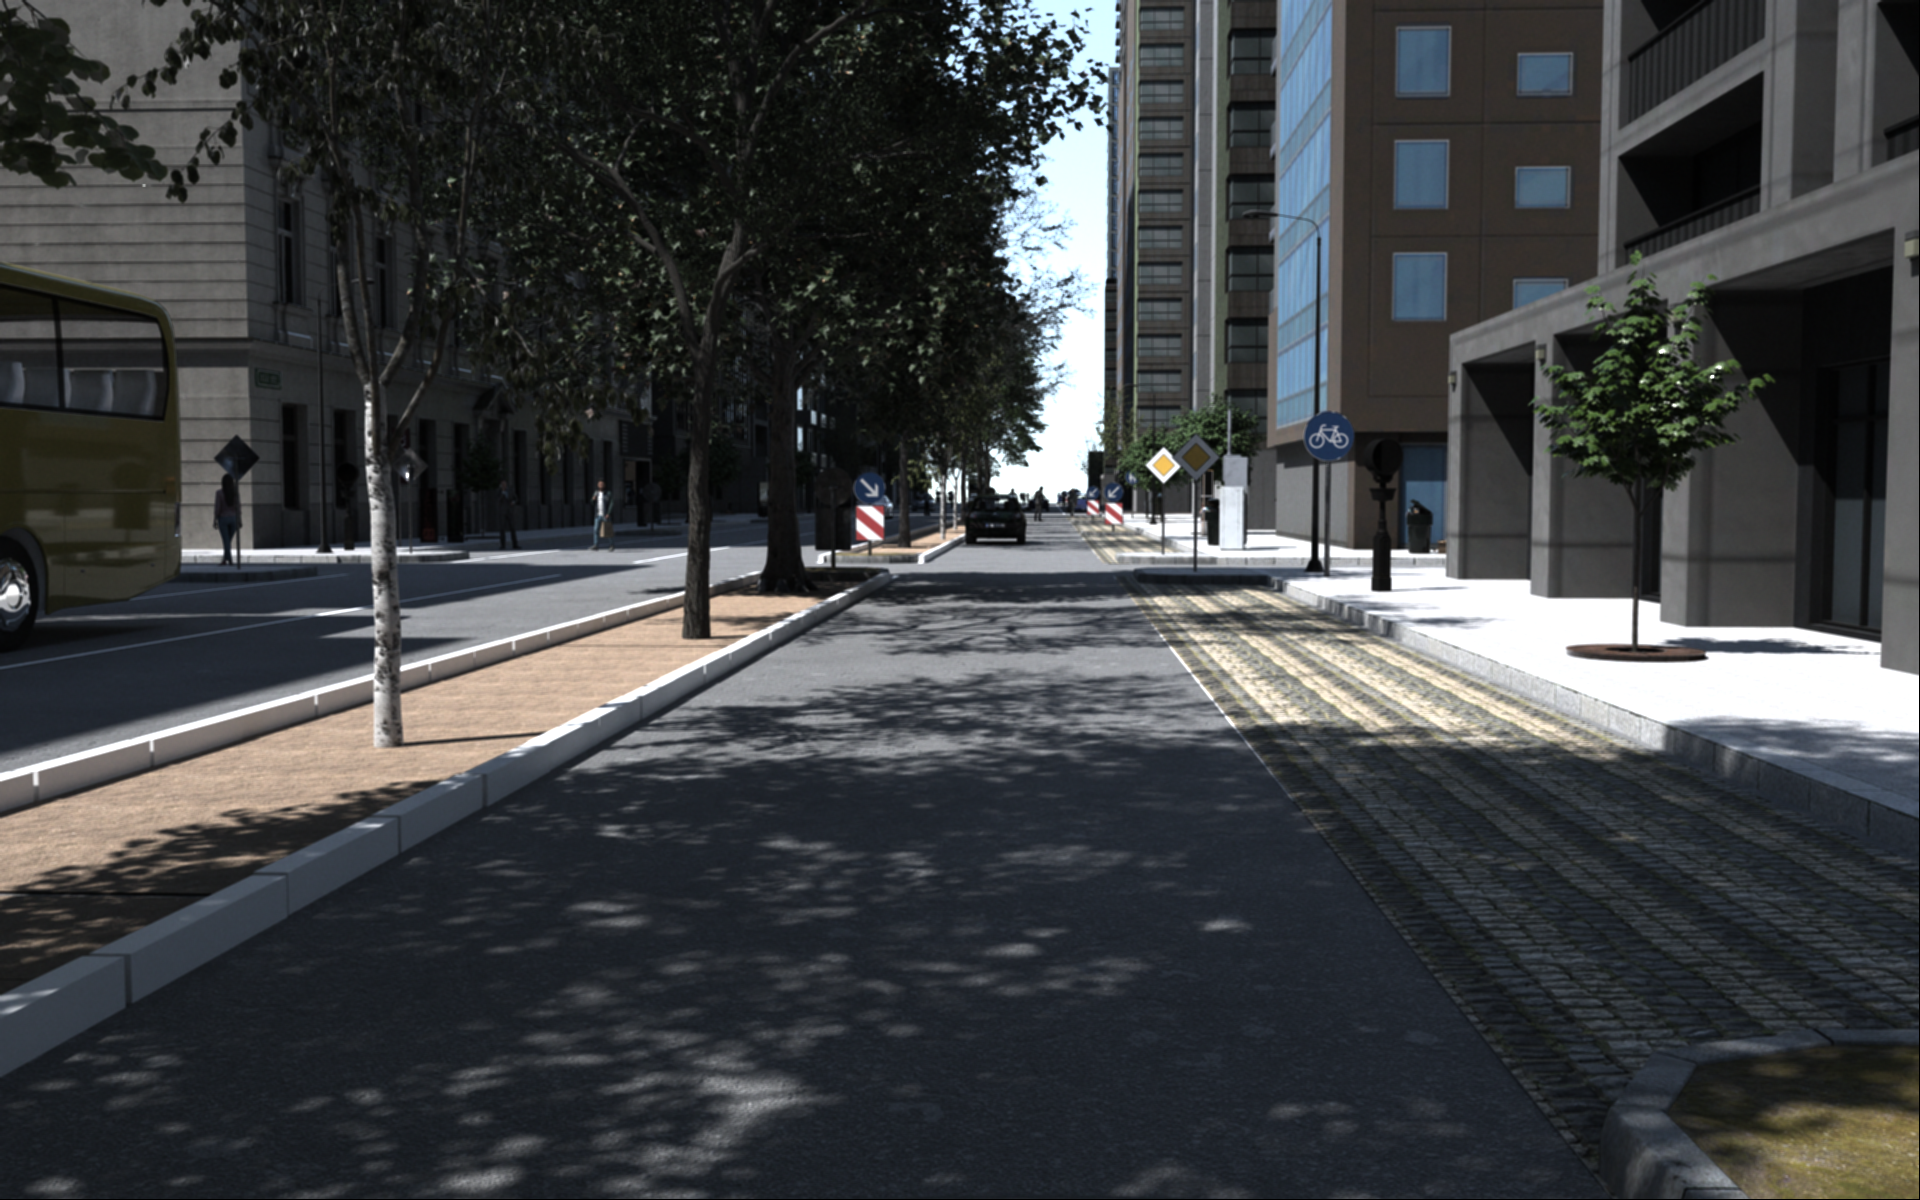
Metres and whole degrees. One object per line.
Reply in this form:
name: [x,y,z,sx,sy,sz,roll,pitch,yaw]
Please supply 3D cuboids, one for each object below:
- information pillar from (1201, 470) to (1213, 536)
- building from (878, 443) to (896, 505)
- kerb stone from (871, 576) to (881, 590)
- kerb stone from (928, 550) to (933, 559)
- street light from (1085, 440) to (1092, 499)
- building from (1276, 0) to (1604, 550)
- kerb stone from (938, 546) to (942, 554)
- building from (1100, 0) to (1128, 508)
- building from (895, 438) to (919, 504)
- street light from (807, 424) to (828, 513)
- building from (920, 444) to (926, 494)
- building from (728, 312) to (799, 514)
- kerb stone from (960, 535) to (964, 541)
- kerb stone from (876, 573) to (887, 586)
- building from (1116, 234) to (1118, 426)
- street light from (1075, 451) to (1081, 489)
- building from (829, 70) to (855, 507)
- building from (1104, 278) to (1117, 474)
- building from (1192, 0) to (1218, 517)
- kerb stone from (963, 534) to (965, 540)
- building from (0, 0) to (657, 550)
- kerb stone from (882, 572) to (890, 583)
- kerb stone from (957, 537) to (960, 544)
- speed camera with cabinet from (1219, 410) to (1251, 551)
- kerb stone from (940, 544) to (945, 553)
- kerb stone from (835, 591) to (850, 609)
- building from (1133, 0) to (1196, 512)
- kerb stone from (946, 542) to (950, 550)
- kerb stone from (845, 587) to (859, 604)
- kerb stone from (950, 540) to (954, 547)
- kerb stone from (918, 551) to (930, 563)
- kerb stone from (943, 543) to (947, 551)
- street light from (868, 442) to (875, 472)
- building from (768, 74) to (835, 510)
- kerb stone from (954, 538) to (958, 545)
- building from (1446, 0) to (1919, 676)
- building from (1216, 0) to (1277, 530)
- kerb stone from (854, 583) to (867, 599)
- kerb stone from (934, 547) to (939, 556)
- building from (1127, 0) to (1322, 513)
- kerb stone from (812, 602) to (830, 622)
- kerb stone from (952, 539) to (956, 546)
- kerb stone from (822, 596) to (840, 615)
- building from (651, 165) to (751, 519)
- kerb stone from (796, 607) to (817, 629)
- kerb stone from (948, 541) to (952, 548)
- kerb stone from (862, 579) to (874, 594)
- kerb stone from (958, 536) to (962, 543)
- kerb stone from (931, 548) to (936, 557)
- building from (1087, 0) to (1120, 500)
information pillar: [7.557,-2.967,52.998,0.304,2.012,0.304,0,4,-8]
building: [-15.200,-26.524,205.364,14.160,30.474,14.107,0,4,3]
kerb stone: [-1.327,-0.217,25.850,0.120,0.150,1.000,0,4,3]
kerb stone: [-0.730,-0.945,37.643,0.120,0.150,1.000,0,4,3]
street light: [11.563,-10.840,149.779,1.470,5.913,1.316,0,4,3]
building: [16.089,-24.134,44.709,14.200,45.320,14.600,0,4,3]
kerb stone: [-0.581,-1.132,40.708,0.120,0.150,1.000,0,4,3]
building: [27.913,-47.353,212.470,20.563,71.187,20.611,0,4,3]
building: [-16.844,-41.859,226.390,21.231,58.520,28.212,0,4,3]
street light: [-9.449,-8.691,114.639,1.470,5.913,1.316,0,4,3]
building: [-16.347,-38.401,251.560,21.300,48.544,21.600,0,4,3]
building: [-22.373,-41.846,122.441,20.563,71.187,20.611,0,4,3]
kerb stone: [-0.054,-1.752,50.957,0.120,0.150,1.000,0,4,3]
kerb stone: [-1.276,-0.287,26.881,0.120,0.150,1.000,0,4,3]
building: [23.310,-32.252,177.432,14.600,45.320,14.200,0,4,3]
street light: [13.376,-13.162,187.740,1.470,5.913,1.316,0,4,3]
building: [-19.993,-33.750,175.518,21.300,48.544,21.600,0,4,3]
building: [26.222,-28.129,231.616,14.160,30.474,14.107,0,4,3]
building: [23.647,-33.869,95.754,21.231,58.520,28.212,0,4,3]
kerb stone: [-0.011,-1.821,51.983,0.120,0.150,1.000,0,4,3]
building: [-23.127,-17.398,60.879,17.030,29.872,44.131,0,4,3]
kerb stone: [-1.234,-0.347,27.902,0.120,0.150,1.000,0,4,3]
kerb stone: [-0.164,-1.633,48.900,0.120,0.150,1.000,0,4,3]
speed camera with cabinet: [6.390,-2.805,40.195,0.660,3.252,2.038,1,4,13]
kerb stone: [-0.520,-1.195,41.737,0.120,0.150,1.000,0,4,3]
kerb stone: [-1.533,0.027,21.761,0.120,0.150,1.000,0,4,3]
building: [19.910,-27.205,128.403,14.154,41.232,14.086,0,4,3]
kerb stone: [-0.417,-1.319,43.788,0.120,0.150,1.000,0,4,3]
kerb stone: [-1.482,-0.036,22.787,0.120,0.150,1.000,0,4,3]
kerb stone: [-0.317,-1.444,45.835,0.120,0.150,1.000,0,4,3]
kerb stone: [-0.783,-0.882,36.609,0.120,0.150,1.000,0,4,3]
kerb stone: [-0.468,-1.258,42.768,0.120,0.150,1.000,0,4,3]
street light: [-7.499,-11.012,152.593,1.470,5.913,1.316,0,4,3]
building: [-22.905,-32.418,149.638,23.786,49.044,30.456,0,4,3]
kerb stone: [-0.207,-1.570,47.879,0.120,0.150,1.000,0,4,3]
building: [17.184,-35.204,13.843,20.563,71.187,20.611,0,4,3]
building: [16.867,-18.092,67.509,14.160,30.474,14.107,0,4,3]
kerb stone: [-1.429,-0.094,23.808,0.120,0.150,1.000,0,4,3]
kerb stone: [-0.634,-1.070,39.687,0.120,0.150,1.000,0,4,3]
building: [20.855,-30.111,142.418,14.600,45.320,14.200,0,4,3]
kerb stone: [-1.635,0.153,19.713,0.120,0.150,1.000,0,4,3]
kerb stone: [-0.270,-1.508,46.859,0.120,0.150,1.000,0,4,3]
kerb stone: [-1.588,0.090,20.734,0.120,0.150,1.000,0,4,3]
building: [-20.477,-18.452,95.196,14.314,27.812,24.014,0,4,3]
kerb stone: [-1.693,0.215,18.692,0.120,0.150,1.000,0,4,3]
kerb stone: [-0.367,-1.383,44.814,0.120,0.150,1.000,0,4,3]
kerb stone: [-1.380,-0.158,24.829,0.120,0.150,1.000,0,4,3]
kerb stone: [-0.109,-1.695,49.929,0.120,0.150,1.000,0,4,3]
kerb stone: [-0.686,-1.003,38.667,0.120,0.150,1.000,0,4,3]
building: [30.307,-57.495,252.714,22.319,86.520,31.000,0,4,3]
